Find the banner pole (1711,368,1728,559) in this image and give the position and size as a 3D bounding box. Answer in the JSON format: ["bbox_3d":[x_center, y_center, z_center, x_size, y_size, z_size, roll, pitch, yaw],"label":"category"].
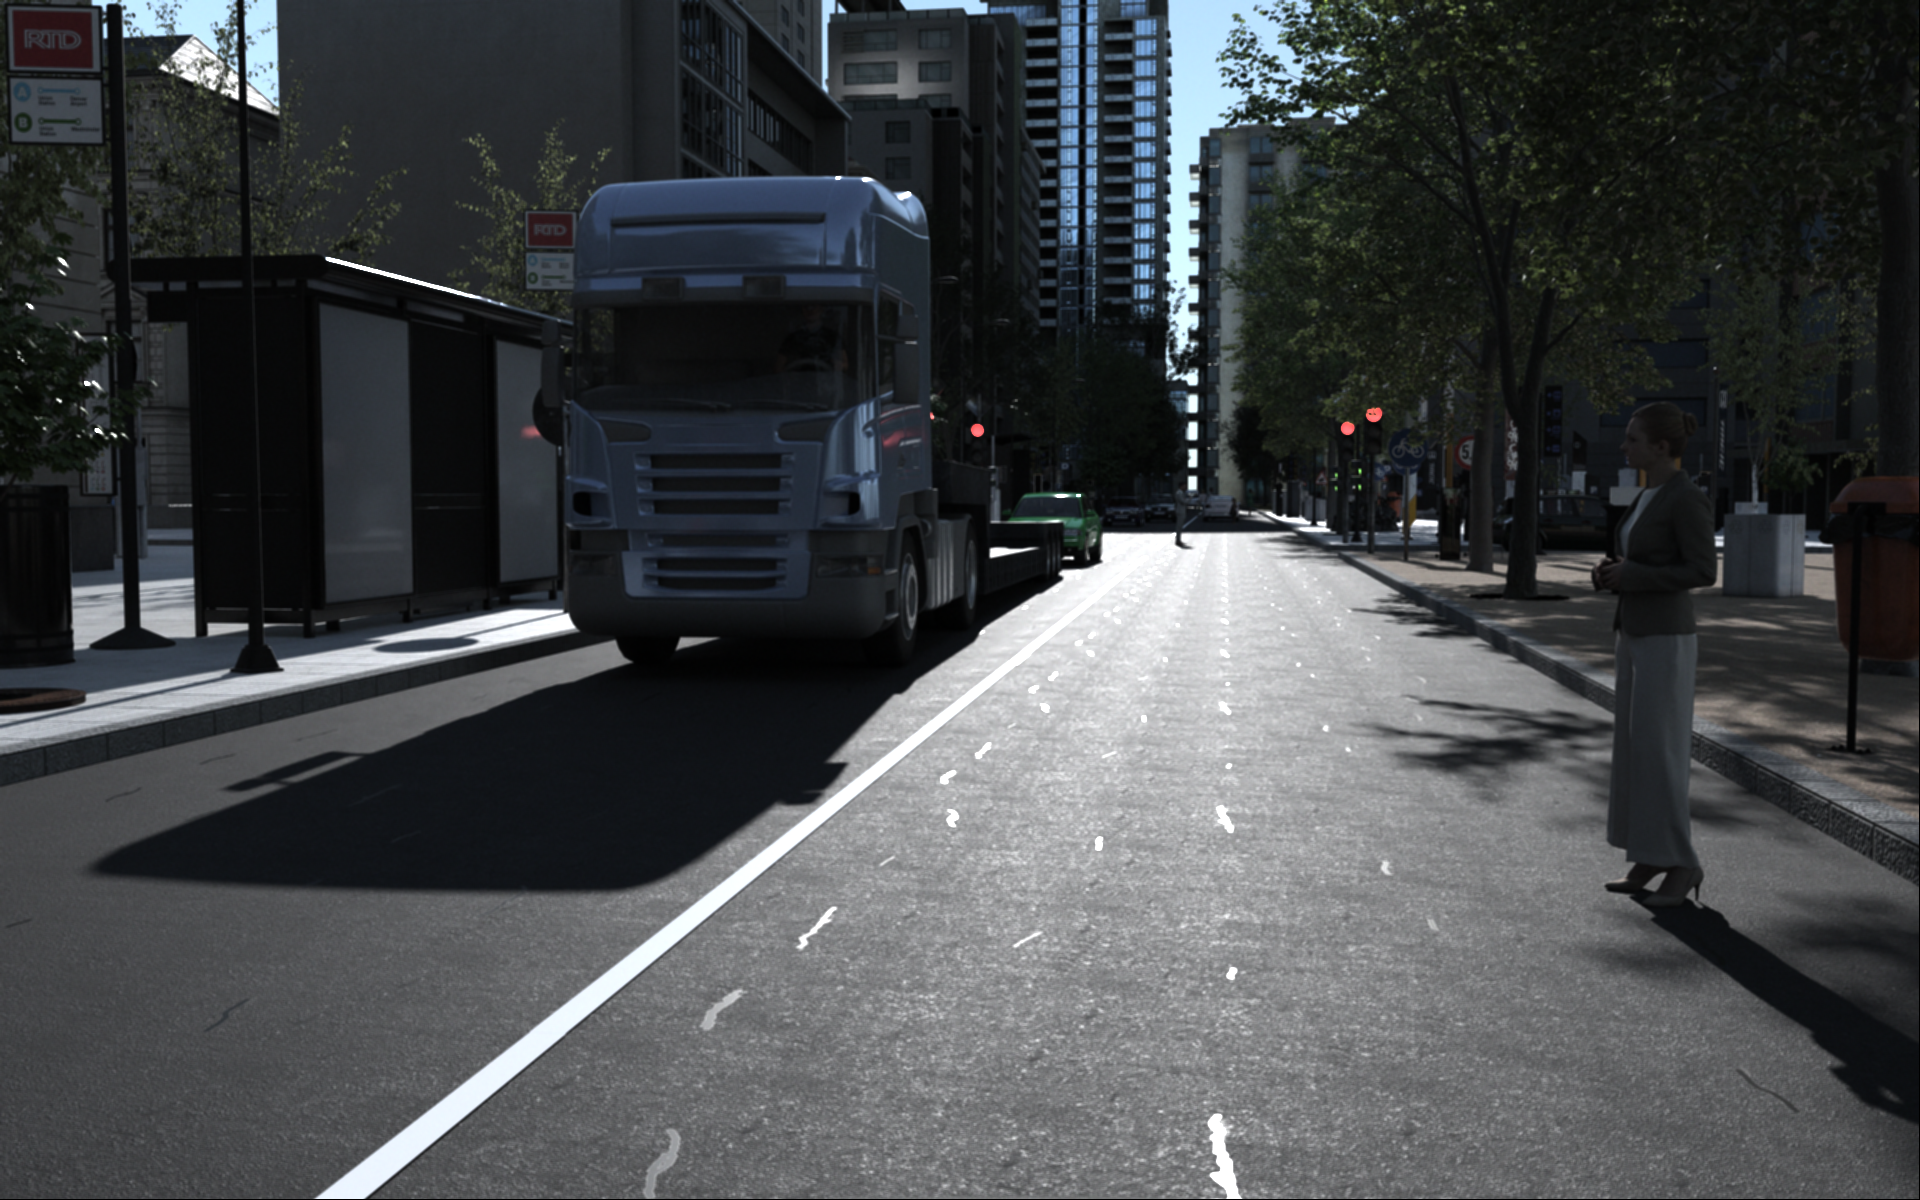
[{"bbox_3d":[15.136,-2.724,34.550,0.401,3.779,0.863,3,5,43],"label":"banner pole"}]

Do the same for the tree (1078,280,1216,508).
[{"bbox_3d":[17.466,-18.058,151.142,12.611,20.169,13.585,0,3,0],"label":"tree"}]

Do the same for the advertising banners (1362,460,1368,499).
[{"bbox_3d":[20.646,-5.632,88.275,0.090,3.025,2.074,1,4,20],"label":"advertising banners"}]

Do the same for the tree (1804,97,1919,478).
[{"bbox_3d":[16.663,-4.831,29.344,4.360,8.622,3.978,0,3,0],"label":"tree"}]

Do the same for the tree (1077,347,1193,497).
[{"bbox_3d":[13.483,-13.366,135.546,9.611,12.733,9.660,0,3,0],"label":"tree"}]

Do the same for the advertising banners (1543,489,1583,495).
[{"bbox_3d":[18.320,-3.514,53.646,2.074,3.025,0.090,-1,4,-9],"label":"advertising banners"}]

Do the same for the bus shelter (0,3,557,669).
[{"bbox_3d":[-6.328,-2.395,16.788,2.179,5.291,8.768,1,4,9],"label":"bus shelter"}]

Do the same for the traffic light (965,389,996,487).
[{"bbox_3d":[0.529,-3.521,46.484,0.839,4.253,0.868,1,4,9],"label":"traffic light"}]

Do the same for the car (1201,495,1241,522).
[{"bbox_3d":[13.710,-4.810,91.005,2.083,1.381,4.827,1,4,8],"label":"car"}]

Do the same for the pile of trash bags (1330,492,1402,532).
[{"bbox_3d":[14.341,-3.067,59.903,1.912,1.369,3.447,3,5,41],"label":"pile of trash bags"}]

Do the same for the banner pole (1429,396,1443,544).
[{"bbox_3d":[12.346,-3.333,44.511,0.401,3.779,0.863,1,4,16],"label":"banner pole"}]

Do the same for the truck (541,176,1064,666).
[{"bbox_3d":[-0.643,-1.937,21.432,2.967,4.110,18.799,0,4,8],"label":"truck"}]

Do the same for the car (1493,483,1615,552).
[{"bbox_3d":[14.278,-1.823,39.593,4.222,1.686,2.009,1,4,9],"label":"car"}]

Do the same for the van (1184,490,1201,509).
[{"bbox_3d":[22.131,-9.678,165.246,2.013,2.044,4.112,0,4,7],"label":"van"}]

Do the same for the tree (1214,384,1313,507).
[{"bbox_3d":[30.451,-16.064,173.009,12.009,13.543,11.850,0,3,0],"label":"tree"}]

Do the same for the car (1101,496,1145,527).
[{"bbox_3d":[7.299,-3.952,77.191,1.945,1.354,3.894,1,4,8],"label":"car"}]

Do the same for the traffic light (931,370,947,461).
[{"bbox_3d":[-0.679,-3.038,38.590,0.839,4.253,0.868,1,4,9],"label":"traffic light"}]

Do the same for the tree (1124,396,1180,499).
[{"bbox_3d":[19.515,-16.072,180.910,7.486,12.596,7.792,0,3,0],"label":"tree"}]

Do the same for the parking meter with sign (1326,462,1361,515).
[{"bbox_3d":[20.368,-5.825,91.496,1.738,3.016,0.543,0,4,-6],"label":"parking meter with sign"}]

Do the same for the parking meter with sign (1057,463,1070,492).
[{"bbox_3d":[5.569,-6.063,95.387,0.543,3.016,1.738,1,4,19],"label":"parking meter with sign"}]

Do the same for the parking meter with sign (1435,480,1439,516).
[{"bbox_3d":[25.072,-5.858,92.039,0.543,3.016,1.738,-2,4,-25],"label":"parking meter with sign"}]

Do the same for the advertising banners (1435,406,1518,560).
[{"bbox_3d":[10.217,-2.306,33.897,2.074,3.025,0.090,-1,4,-21],"label":"advertising banners"}]

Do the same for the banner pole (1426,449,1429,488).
[{"bbox_3d":[23.189,-5.782,84.551,0.863,3.779,0.401,1,4,13],"label":"banner pole"}]

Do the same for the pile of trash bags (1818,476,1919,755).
[{"bbox_3d":[5.302,0.141,7.454,1.912,1.369,3.447,-2,4,-28],"label":"pile of trash bags"}]

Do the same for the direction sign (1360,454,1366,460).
[{"bbox_3d":[22.753,-6.500,98.274,0.379,3.537,0.876,-1,4,-22],"label":"direction sign"}]

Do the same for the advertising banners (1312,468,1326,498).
[{"bbox_3d":[23.586,-7.194,113.807,0.090,3.025,2.074,-1,4,-13],"label":"advertising banners"}]

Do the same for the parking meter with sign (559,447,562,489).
[{"bbox_3d":[-13.092,-3.519,53.796,0.543,3.016,1.738,3,5,40],"label":"parking meter with sign"}]

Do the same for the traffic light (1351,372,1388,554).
[{"bbox_3d":[8.825,-2.950,37.157,0.839,4.253,0.868,1,4,9],"label":"traffic light"}]

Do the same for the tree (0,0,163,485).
[{"bbox_3d":[-10.963,-4.206,19.125,4.737,8.622,4.395,0,3,0],"label":"tree"}]

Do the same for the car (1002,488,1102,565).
[{"bbox_3d":[1.940,-1.681,36.276,1.959,1.807,4.718,1,4,10],"label":"car"}]

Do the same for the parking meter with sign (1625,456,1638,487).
[{"bbox_3d":[26.982,-4.489,69.652,0.543,3.016,1.738,1,4,22],"label":"parking meter with sign"}]

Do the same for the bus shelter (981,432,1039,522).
[{"bbox_3d":[1.963,-4.761,69.130,1.731,3.624,6.357,1,4,9],"label":"bus shelter"}]

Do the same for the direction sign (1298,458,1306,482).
[{"bbox_3d":[21.249,-7.132,108.606,0.876,3.537,0.379,2,4,27],"label":"direction sign"}]

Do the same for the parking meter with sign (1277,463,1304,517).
[{"bbox_3d":[18.732,-6.176,97.232,1.738,3.016,0.543,2,4,27],"label":"parking meter with sign"}]

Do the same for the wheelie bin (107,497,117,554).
[{"bbox_3d":[-18.297,-1.766,36.784,0.980,1.594,0.693,-1,4,-10],"label":"wheelie bin"}]

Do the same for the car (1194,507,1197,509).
[{"bbox_3d":[22.726,-9.818,172.884,2.083,1.381,4.827,0,4,7],"label":"car"}]

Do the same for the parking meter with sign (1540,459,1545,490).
[{"bbox_3d":[28.695,-5.501,86.194,0.543,3.016,1.738,2,4,24],"label":"parking meter with sign"}]

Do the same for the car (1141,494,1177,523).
[{"bbox_3d":[10.216,-4.787,88.052,2.009,1.686,4.222,1,4,9],"label":"car"}]

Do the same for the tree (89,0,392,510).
[{"bbox_3d":[-10.443,-4.557,24.874,4.360,8.622,3.978,0,3,0],"label":"tree"}]

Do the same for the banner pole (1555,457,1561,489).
[{"bbox_3d":[26.457,-5.298,76.634,0.401,3.779,0.863,3,4,36],"label":"banner pole"}]

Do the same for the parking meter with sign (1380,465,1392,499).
[{"bbox_3d":[25.727,-6.642,104.854,0.543,3.016,1.738,0,4,6],"label":"parking meter with sign"}]

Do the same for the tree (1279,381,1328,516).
[{"bbox_3d":[20.361,-9.291,102.267,4.737,8.622,4.395,0,3,0],"label":"tree"}]

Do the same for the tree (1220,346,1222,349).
[{"bbox_3d":[13.313,-8.897,63.600,7.486,12.596,7.792,0,3,0],"label":"tree"}]

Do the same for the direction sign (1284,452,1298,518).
[{"bbox_3d":[17.758,-6.217,93.649,0.379,3.537,0.876,-1,4,-17],"label":"direction sign"}]

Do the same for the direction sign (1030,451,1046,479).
[{"bbox_3d":[4.028,-6.008,90.225,0.876,3.537,0.379,-1,4,-10],"label":"direction sign"}]

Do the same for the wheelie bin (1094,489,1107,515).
[{"bbox_3d":[8.455,-5.914,104.599,0.693,1.594,0.980,-3,5,-40],"label":"wheelie bin"}]

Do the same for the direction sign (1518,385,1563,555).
[{"bbox_3d":[12.140,-2.711,36.329,0.876,3.537,0.379,1,4,19],"label":"direction sign"}]

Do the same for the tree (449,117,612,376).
[{"bbox_3d":[-8.530,-5.151,34.585,4.360,8.622,3.978,0,3,0],"label":"tree"}]

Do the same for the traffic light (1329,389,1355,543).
[{"bbox_3d":[10.032,-3.433,45.051,0.839,4.253,0.868,1,4,9],"label":"traffic light"}]

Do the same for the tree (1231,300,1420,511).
[{"bbox_3d":[17.107,-8.787,78.088,7.601,10.594,8.767,0,4,-4],"label":"tree"}]
